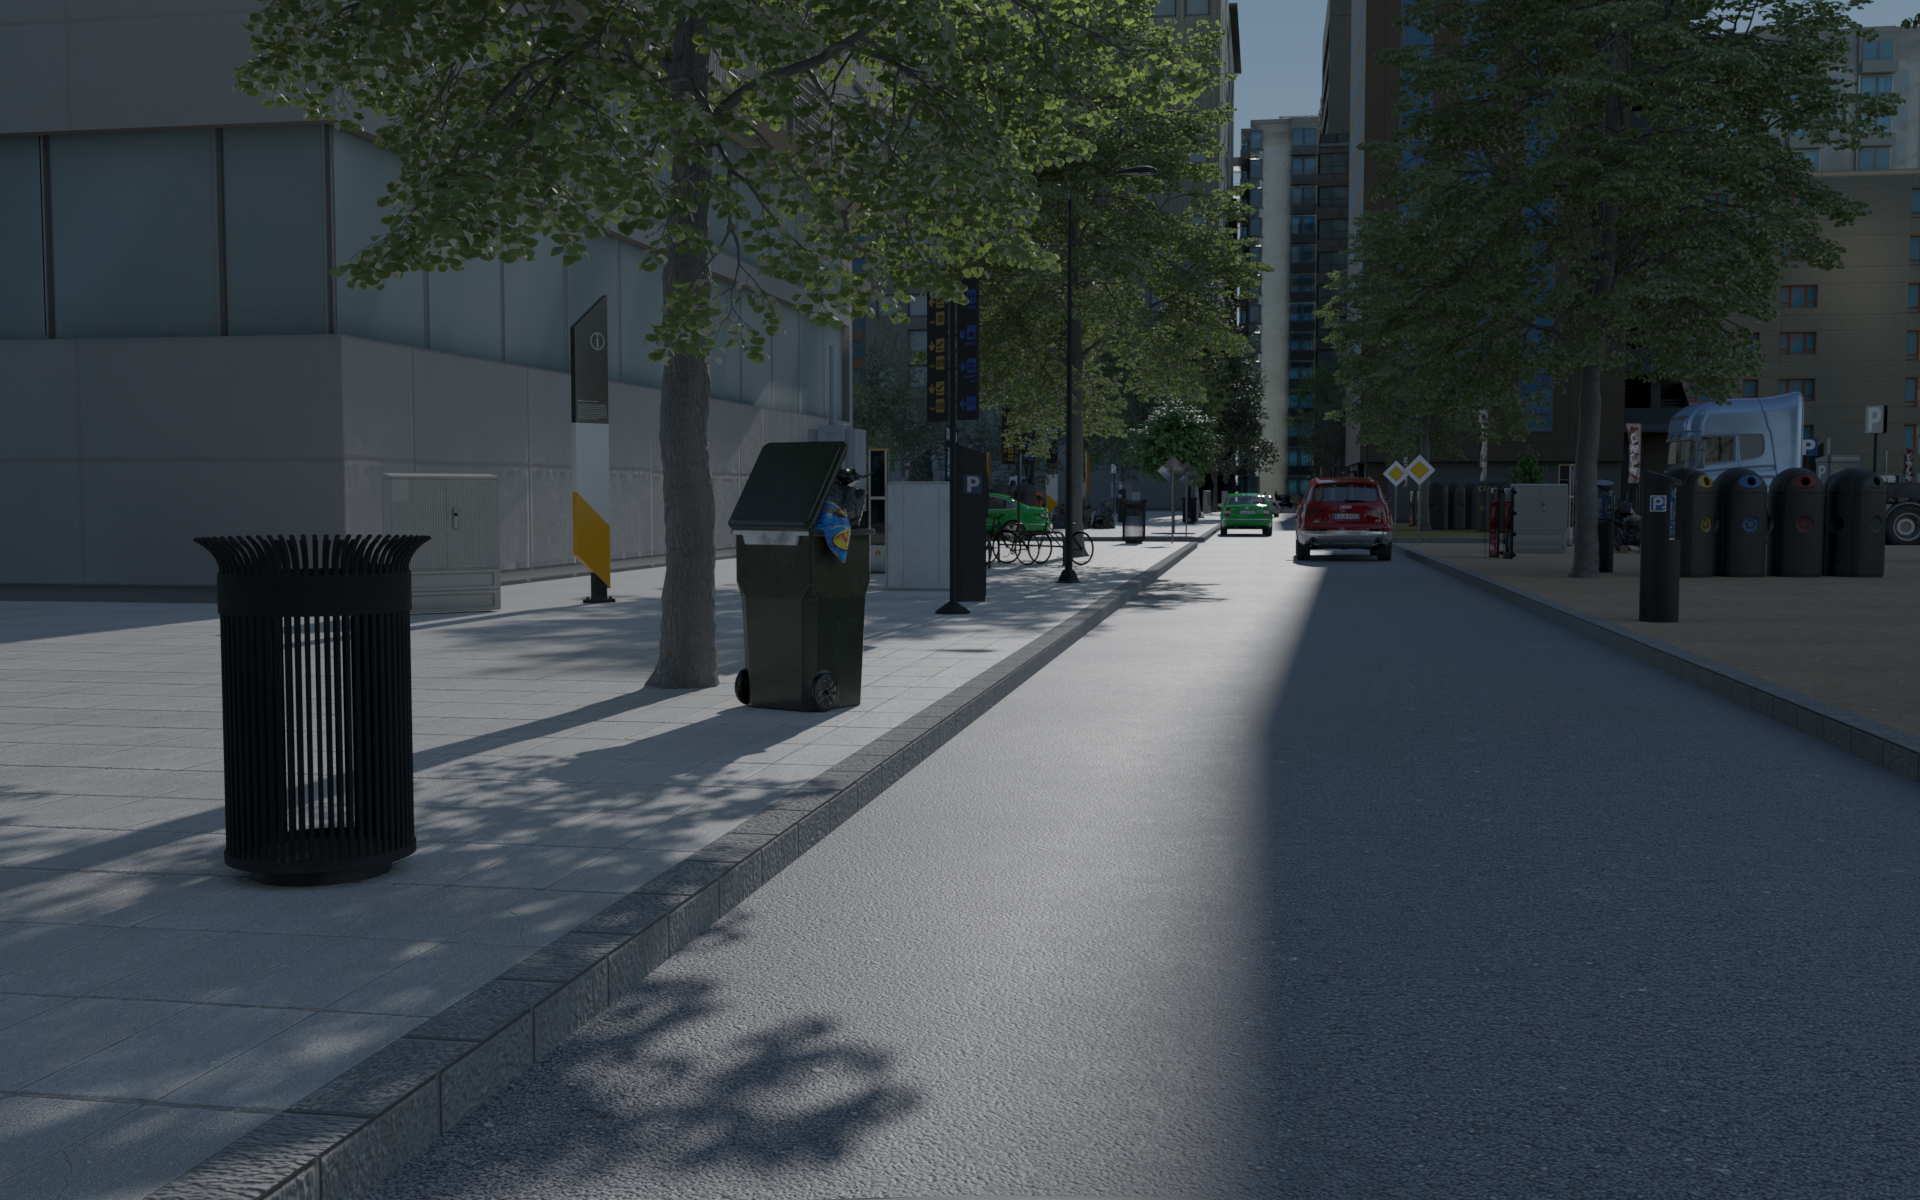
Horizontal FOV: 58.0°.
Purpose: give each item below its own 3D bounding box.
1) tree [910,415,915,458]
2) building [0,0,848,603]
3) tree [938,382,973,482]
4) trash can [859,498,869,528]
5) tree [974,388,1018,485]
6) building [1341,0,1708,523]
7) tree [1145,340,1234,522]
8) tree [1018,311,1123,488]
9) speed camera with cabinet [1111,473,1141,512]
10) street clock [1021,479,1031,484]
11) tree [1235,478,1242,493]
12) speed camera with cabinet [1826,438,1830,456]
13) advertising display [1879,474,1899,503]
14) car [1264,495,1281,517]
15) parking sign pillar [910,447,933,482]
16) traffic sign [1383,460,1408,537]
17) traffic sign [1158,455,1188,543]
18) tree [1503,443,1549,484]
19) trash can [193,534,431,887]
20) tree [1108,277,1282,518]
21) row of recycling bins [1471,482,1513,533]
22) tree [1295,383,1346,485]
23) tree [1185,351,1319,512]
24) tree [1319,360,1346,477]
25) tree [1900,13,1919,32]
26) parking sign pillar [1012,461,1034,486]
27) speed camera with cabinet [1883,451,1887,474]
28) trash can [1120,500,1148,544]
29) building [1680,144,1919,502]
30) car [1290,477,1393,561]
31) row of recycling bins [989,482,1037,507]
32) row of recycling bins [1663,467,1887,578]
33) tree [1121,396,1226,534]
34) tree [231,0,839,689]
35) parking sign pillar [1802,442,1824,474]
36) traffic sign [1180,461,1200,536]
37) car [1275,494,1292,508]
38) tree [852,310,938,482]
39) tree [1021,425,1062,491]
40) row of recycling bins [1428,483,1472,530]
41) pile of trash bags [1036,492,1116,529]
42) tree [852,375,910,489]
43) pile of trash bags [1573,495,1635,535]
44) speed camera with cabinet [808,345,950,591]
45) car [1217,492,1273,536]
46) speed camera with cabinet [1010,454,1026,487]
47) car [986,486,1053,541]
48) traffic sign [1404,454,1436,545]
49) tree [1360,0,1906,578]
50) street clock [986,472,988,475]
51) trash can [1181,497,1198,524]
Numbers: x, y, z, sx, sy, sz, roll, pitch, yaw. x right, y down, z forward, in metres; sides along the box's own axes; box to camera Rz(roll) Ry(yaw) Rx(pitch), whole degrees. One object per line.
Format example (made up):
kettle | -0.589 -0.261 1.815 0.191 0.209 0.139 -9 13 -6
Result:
tree | -5.070 -10.443 121.097 4.737 8.622 4.395 0 3 0
building | -16.741 -27.215 34.202 27.495 52.752 28.713 1 4 10
tree | -2.460 -8.036 81.755 4.360 8.622 3.978 0 3 0
trash can | -3.587 -3.250 64.784 0.748 1.137 0.748 0 3 0
tree | 3.486 -8.814 94.466 4.360 8.622 3.978 0 3 0
building | 25.578 -26.328 80.577 14.600 45.320 14.200 1 4 10
tree | 10.785 -7.936 80.115 4.737 8.622 4.395 0 3 0
tree | 4.413 -7.185 67.843 4.360 8.622 3.978 0 3 0
speed camera with cabinet | 11.761 -7.858 122.820 2.038 3.252 0.660 -1 4 -14
street clock | 3.123 -4.742 82.100 0.471 2.002 0.358 2 4 33
tree | 27.252 -10.915 173.059 1.663 3.219 1.824 0 3 0
speed camera with cabinet | 31.246 -4.081 61.056 0.660 3.252 2.038 -1 4 -18
advertising display | 30.249 -3.148 56.684 0.123 1.923 0.974 -1 4 -20
car | 18.920 -5.842 107.881 2.083 1.381 4.827 1 4 12
parking sign pillar | -2.225 -6.812 99.849 1.447 3.967 1.447 1 4 23
traffic sign | 12.999 -2.937 51.667 0.795 2.450 0.064 1 4 10
traffic sign | 5.511 -2.523 44.899 0.795 2.450 0.064 1 4 10
tree | 21.388 -4.337 65.515 1.663 3.219 1.824 0 3 0
trash can | -2.164 0.355 5.845 0.748 1.137 0.748 0 3 0
tree | 12.387 -10.689 91.769 9.611 12.733 9.660 0 3 0
row of recycling bins | 18.116 -3.127 58.243 1.069 1.692 3.534 0 4 8
tree | 24.765 -10.174 116.701 4.360 8.622 3.978 0 3 0
tree | 17.908 -11.975 121.542 9.928 11.665 9.643 0 3 0
tree | 28.274 -12.532 130.648 9.928 11.665 9.643 0 3 0
tree | 11.048 -4.017 16.042 4.737 8.622 4.395 0 3 0
parking sign pillar | 3.668 -6.882 100.995 1.447 3.967 1.447 -2 4 -33
speed camera with cabinet | 41.875 -5.231 79.857 2.038 3.252 0.660 2 4 25
trash can | 4.513 -2.036 44.945 0.748 1.137 0.748 0 3 0
building | 40.267 -16.124 108.665 27.650 21.520 28.899 1 4 10
car | 8.578 -1.850 38.915 2.281 1.827 5.304 1 4 10
row of recycling bins | 0.927 -3.250 60.254 3.534 1.692 1.069 -1 4 -10
row of recycling bins | 12.551 -1.215 26.971 3.534 1.692 1.069 0 4 -2
tree | 6.936 -4.391 55.512 4.285 4.588 4.351 0 3 0
tree | -1.717 -5.721 11.658 7.486 12.596 7.792 0 3 0
parking sign pillar | 44.197 -6.218 90.143 1.447 3.967 1.447 2 4 29
traffic sign | 6.903 -3.004 52.762 0.795 2.450 0.064 1 4 10
car | 32.716 -10.126 175.345 2.009 1.686 4.222 1 4 9
tree | -3.594 -7.161 67.438 4.360 8.622 3.978 0 3 0
tree | 5.146 -10.794 126.836 4.737 8.622 4.395 0 3 0
row of recycling bins | 18.097 -3.396 62.644 3.534 1.692 1.069 -3 4 -38
pile of trash bags | 3.933 -3.301 63.720 3.447 1.369 1.912 -2 4 -32
tree | -6.444 -9.878 111.862 4.737 8.622 4.395 0 3 0
pile of trash bags | 19.862 -2.691 53.758 1.912 1.369 3.447 3 4 37
speed camera with cabinet | -0.977 -1.764 23.176 2.038 3.252 0.660 1 4 12
car | 10.059 -3.193 61.008 1.959 1.807 4.718 0 4 8
speed camera with cabinet | 2.518 -5.670 87.047 0.660 3.252 2.038 -2 4 -31
car | 0.306 -2.521 50.007 4.718 1.807 1.959 1 4 9
traffic sign | 11.607 -2.456 43.803 0.795 2.450 0.064 1 4 10
tree | 10.003 -6.603 26.093 7.486 12.596 7.792 0 3 0
street clock | 0.469 -2.481 45.137 0.471 2.002 0.358 -1 4 -11
trash can | 9.832 -3.826 74.202 0.748 1.137 0.748 0 3 0
